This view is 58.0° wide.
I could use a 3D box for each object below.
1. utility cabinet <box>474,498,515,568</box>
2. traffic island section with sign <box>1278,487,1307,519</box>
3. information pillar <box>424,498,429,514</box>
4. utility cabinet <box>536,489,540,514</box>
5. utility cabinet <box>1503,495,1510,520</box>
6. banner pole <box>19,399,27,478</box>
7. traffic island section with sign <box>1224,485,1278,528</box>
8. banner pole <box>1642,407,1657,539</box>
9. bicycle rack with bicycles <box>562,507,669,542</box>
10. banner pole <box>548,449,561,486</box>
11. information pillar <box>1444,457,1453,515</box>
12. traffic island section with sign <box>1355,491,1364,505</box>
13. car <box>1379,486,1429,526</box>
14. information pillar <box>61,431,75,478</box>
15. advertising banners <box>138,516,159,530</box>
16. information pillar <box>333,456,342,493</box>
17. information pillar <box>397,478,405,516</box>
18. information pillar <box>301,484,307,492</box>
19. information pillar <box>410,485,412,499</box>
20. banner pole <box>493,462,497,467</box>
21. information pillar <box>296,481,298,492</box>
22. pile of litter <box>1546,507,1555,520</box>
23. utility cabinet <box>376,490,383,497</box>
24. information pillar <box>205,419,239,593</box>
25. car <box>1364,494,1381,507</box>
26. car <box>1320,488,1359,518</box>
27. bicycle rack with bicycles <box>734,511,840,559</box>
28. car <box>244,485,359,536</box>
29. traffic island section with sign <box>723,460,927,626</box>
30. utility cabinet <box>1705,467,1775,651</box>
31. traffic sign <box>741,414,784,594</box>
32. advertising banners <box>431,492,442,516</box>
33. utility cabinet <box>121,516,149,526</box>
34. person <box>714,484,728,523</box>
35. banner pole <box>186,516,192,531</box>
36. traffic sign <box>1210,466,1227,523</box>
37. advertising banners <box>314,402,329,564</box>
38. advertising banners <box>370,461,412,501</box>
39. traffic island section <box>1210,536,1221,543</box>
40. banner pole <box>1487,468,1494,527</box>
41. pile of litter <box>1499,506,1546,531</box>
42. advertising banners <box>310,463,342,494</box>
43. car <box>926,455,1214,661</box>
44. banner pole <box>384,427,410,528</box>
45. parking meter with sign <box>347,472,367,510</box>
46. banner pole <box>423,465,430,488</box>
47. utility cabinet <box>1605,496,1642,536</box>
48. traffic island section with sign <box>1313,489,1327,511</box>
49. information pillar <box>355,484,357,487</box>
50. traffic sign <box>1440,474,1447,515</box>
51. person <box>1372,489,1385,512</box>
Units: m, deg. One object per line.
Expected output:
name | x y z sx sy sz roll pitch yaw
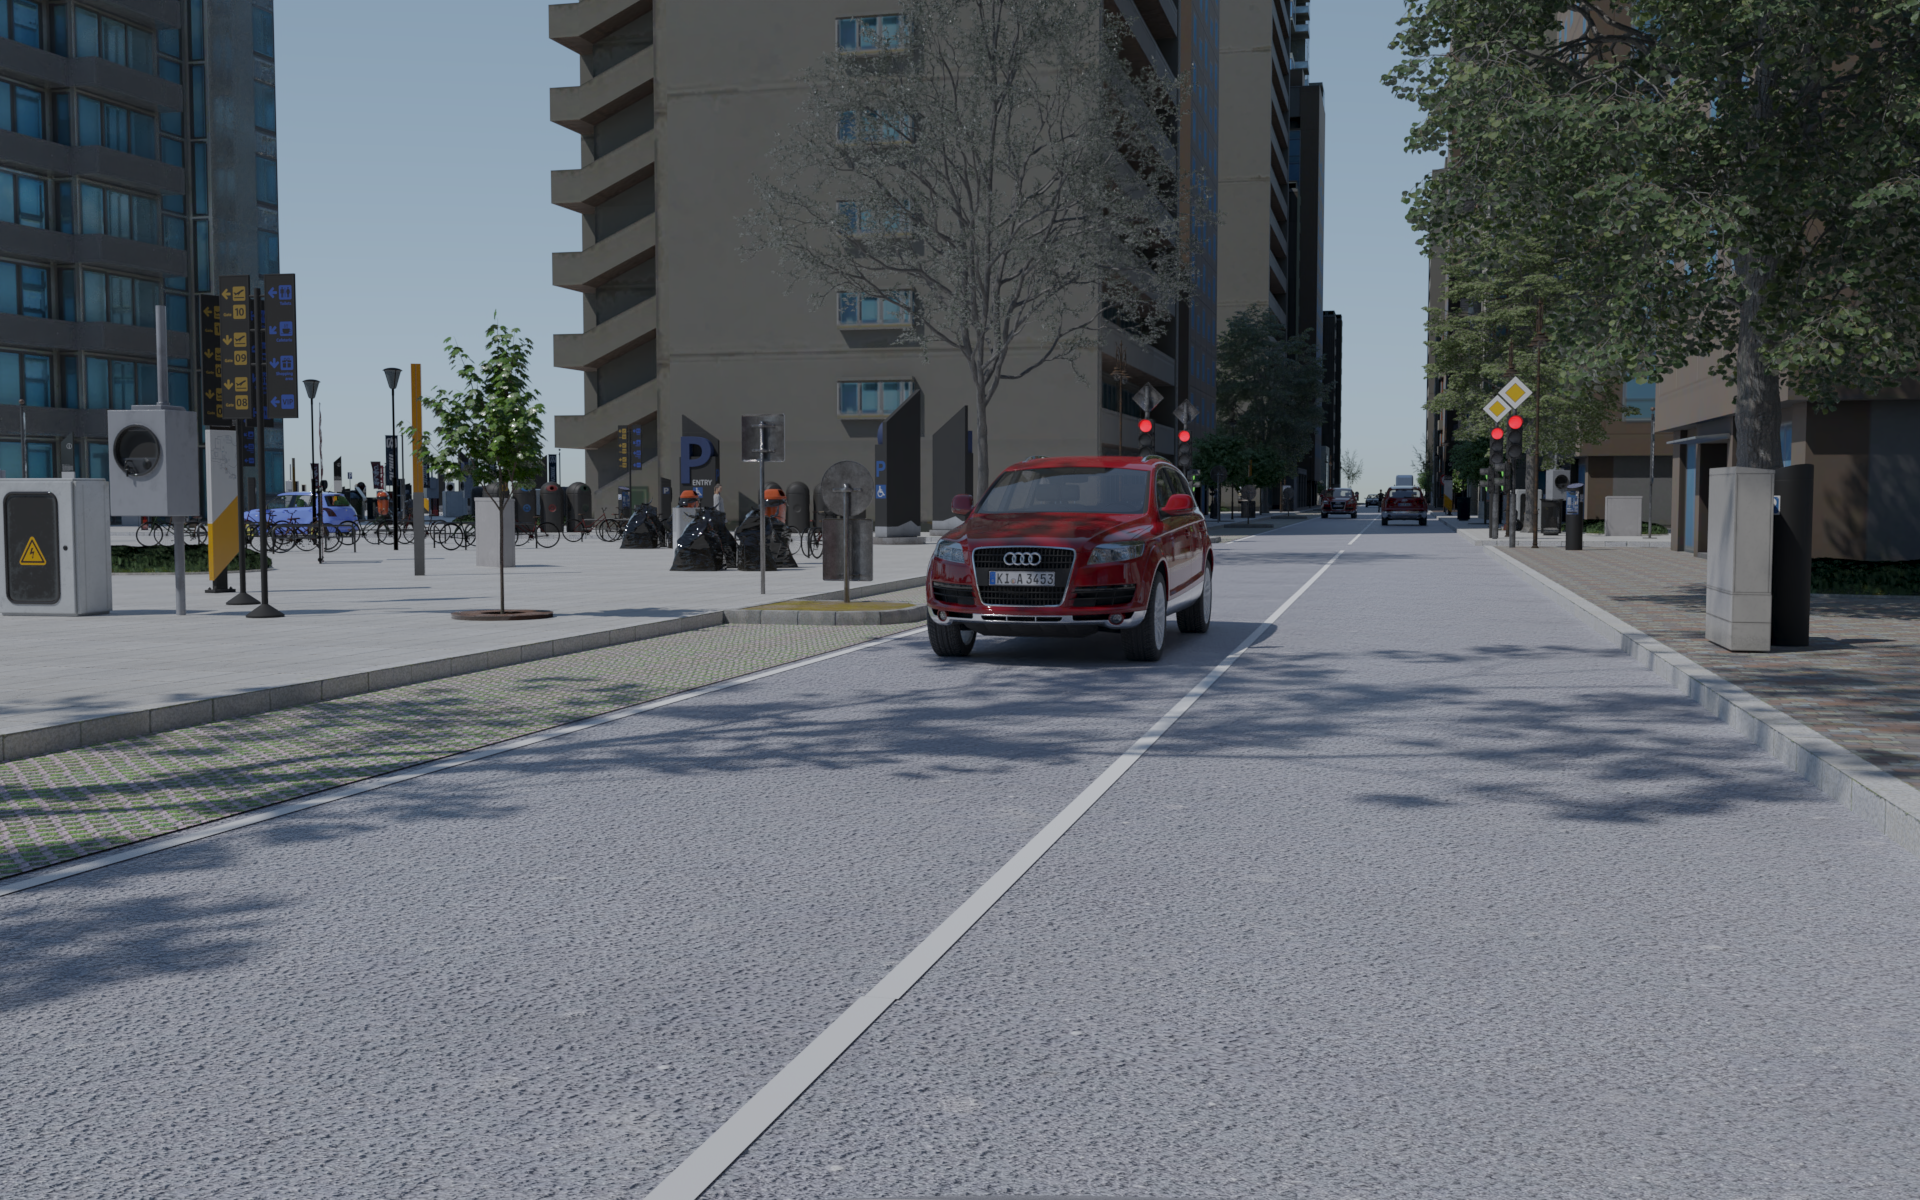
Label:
utility cabinet | -8.206 -1.189 30.596 0.306 1.237 1.020 -3 5 -40
traffic island section with sign | 18.973 -5.569 99.689 1.989 1.847 2.006 1 4 14
information pillar | -34.731 -7.410 112.514 0.504 3.616 0.183 1 4 16
utility cabinet | -18.798 -4.247 78.114 1.173 1.500 0.318 0 4 7
utility cabinet | 26.747 -4.480 84.404 0.306 1.237 1.020 0 4 3
banner pole | -24.888 -3.430 46.096 0.401 3.779 0.863 -1 4 -22
traffic island section with sign | 12.270 -3.963 73.420 1.989 1.847 2.006 1 4 14
banner pole | 19.824 -3.645 49.608 0.401 3.779 0.863 1 4 16
bicycle rack with bicycles | -9.004 -2.054 46.958 2.925 0.926 2.852 0 4 7
banner pole | -22.257 -6.444 95.383 0.863 3.779 0.401 -2 4 -26
information pillar | 29.454 -6.913 104.385 0.504 3.616 0.183 2 4 27
traffic island section with sign | 58.402 -15.037 254.489 1.989 1.847 2.006 1 4 14
car | 20.570 -4.378 80.256 2.281 1.827 5.304 1 4 14
information pillar | -33.216 -4.478 64.568 0.504 3.616 0.183 0 4 4
advertising banners | -28.949 -3.991 61.439 0.090 3.025 2.074 0 4 -1
information pillar | -37.920 -6.989 105.627 0.504 3.616 0.183 0 4 -4
information pillar | -26.383 -4.723 81.719 0.304 2.012 0.304 1 4 23
information pillar | -50.065 -7.812 132.214 0.304 2.012 0.304 0 4 -7
information pillar | -43.281 -8.052 136.147 0.304 2.012 0.304 1 4 15
banner pole | -23.848 -5.976 87.718 0.863 3.779 0.401 -2 4 -27
information pillar | -37.898 -5.762 98.695 0.304 2.012 0.304 -2 4 -24
pile of litter | 22.004 -3.172 65.825 1.719 0.858 1.176 1 4 10
utility cabinet | -33.311 -5.549 99.403 0.318 1.500 1.173 -1 4 -22
information pillar | -9.593 -1.906 22.510 0.183 3.616 0.504 2 4 25
car | 44.727 -10.854 187.244 2.009 1.686 4.222 1 4 14
car | 22.702 -5.806 103.603 2.281 1.827 5.304 1 4 14
bicycle rack with bicycles | -3.214 -1.372 35.818 2.852 0.926 2.925 2 4 28
car | -20.455 -2.674 53.309 3.694 1.707 1.945 1 4 13
traffic island section with sign | -1.416 -0.678 19.715 1.989 1.847 2.006 1 4 14
utility cabinet | 6.516 -0.354 14.465 0.318 1.500 1.173 1 4 14
traffic sign | -2.521 -1.223 22.126 0.606 2.300 0.079 1 4 20
advertising banners | -30.252 -6.340 99.845 2.074 3.025 0.090 -3 5 -41
utility cabinet | -33.067 -3.564 69.436 1.020 1.237 0.306 0 4 6
person | -7.086 -2.532 50.655 0.466 1.731 0.760 3 5 39
banner pole | -26.732 -4.280 59.995 0.401 3.779 0.863 -1 4 -11
traffic sign | 11.549 -4.727 77.387 0.768 2.556 0.104 1 4 20
advertising banners | -12.042 -2.227 32.605 0.090 3.025 2.074 -1 4 -18
advertising banners | -30.408 -5.897 92.601 2.074 3.025 0.090 -1 4 -21
traffic island section | 6.650 -1.781 51.392 2.009 0.180 2.903 1 4 14
banner pole | 20.860 -4.754 67.744 0.401 3.779 0.863 1 4 14
pile of litter | 19.589 -2.873 60.944 1.176 0.858 1.719 0 4 -5
advertising banners | -35.750 -6.228 98.014 0.090 3.025 2.074 3 5 45
car | 1.201 -0.491 16.696 2.281 1.827 5.304 1 4 15
banner pole | -21.038 -4.567 64.694 0.863 3.779 0.401 -2 4 -31
parking meter with sign | -47.783 -8.659 137.839 1.738 3.016 0.543 1 4 12
banner pole | -27.403 -6.008 88.255 0.863 3.779 0.401 0 4 1
utility cabinet | 20.188 -2.541 52.709 1.020 1.237 0.306 1 4 9
traffic island section with sign | 31.084 -8.477 147.227 1.989 1.847 2.006 1 4 14
information pillar | -42.760 -7.254 123.099 0.304 2.012 0.304 -3 5 -41
traffic sign | 30.305 -6.597 107.970 0.768 2.556 0.104 1 4 16
person | 32.756 -7.726 134.839 1.348 1.822 0.705 1 4 16
